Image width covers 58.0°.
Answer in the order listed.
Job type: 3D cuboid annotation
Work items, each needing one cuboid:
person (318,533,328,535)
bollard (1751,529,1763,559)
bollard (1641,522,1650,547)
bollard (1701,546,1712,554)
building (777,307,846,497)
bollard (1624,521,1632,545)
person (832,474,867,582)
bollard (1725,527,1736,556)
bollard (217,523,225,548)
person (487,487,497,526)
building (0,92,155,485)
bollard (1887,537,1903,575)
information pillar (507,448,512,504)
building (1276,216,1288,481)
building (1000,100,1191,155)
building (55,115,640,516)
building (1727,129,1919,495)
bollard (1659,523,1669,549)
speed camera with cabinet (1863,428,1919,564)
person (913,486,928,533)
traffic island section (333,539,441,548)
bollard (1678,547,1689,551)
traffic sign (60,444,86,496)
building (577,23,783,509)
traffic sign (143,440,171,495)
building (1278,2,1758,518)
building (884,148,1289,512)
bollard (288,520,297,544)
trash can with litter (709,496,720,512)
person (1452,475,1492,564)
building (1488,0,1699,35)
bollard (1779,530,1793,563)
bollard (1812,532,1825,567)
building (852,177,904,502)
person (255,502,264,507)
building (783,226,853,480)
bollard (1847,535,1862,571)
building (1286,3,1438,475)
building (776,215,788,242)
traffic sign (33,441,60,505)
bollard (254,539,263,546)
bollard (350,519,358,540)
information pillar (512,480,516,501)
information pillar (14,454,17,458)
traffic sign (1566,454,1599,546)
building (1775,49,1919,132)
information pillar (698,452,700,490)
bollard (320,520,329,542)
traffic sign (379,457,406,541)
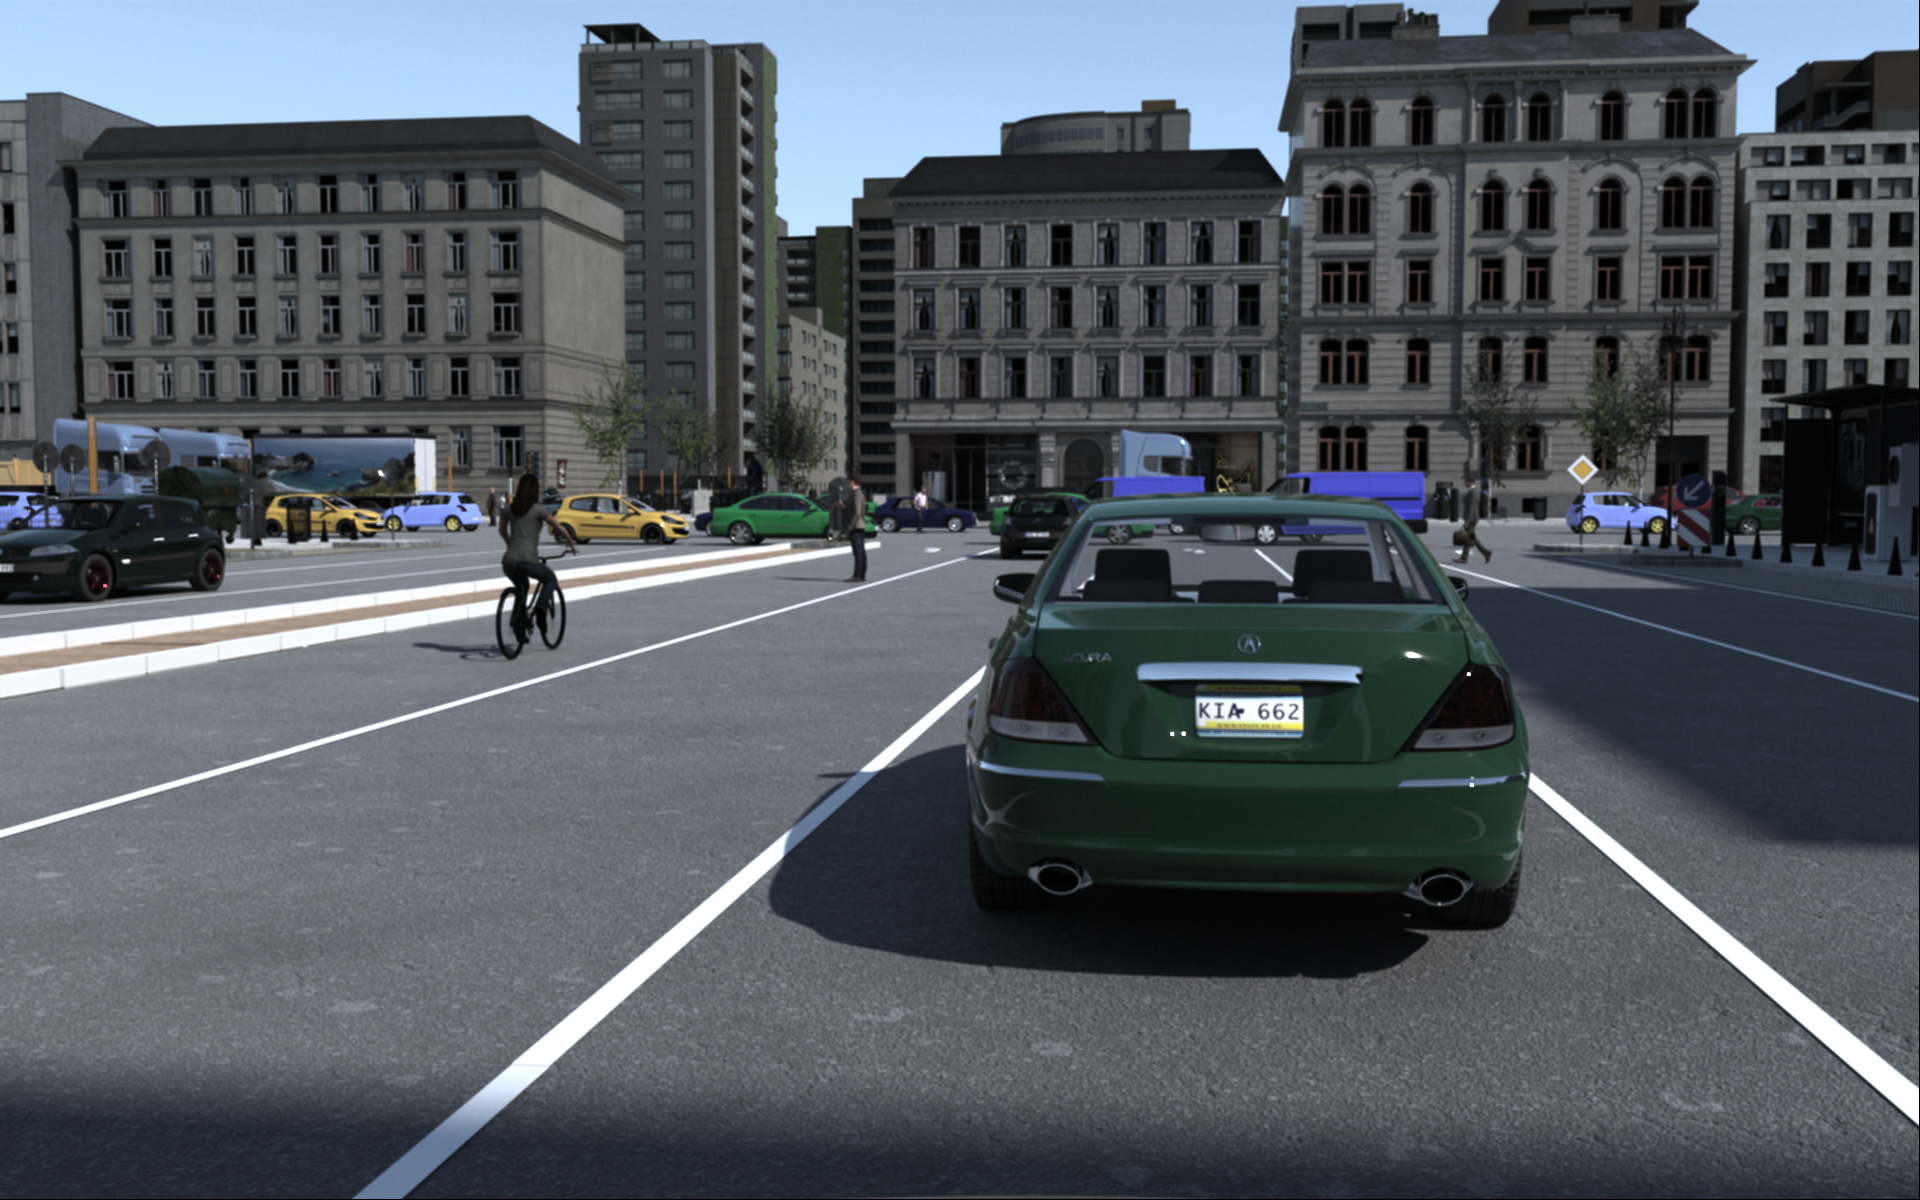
[{"bbox_3d":[-22.016,-2.906,59.918,0.435,1.345,0.340,-2,4,-26],"label":"person"},{"bbox_3d":[15.687,-1.103,34.069,0.229,0.601,0.229,0,3,0],"label":"bollard"},{"bbox_3d":[16.794,-1.614,42.438,0.229,0.601,0.229,0,3,0],"label":"bollard"},{"bbox_3d":[16.134,-1.308,37.424,0.229,0.601,0.229,0,3,0],"label":"bollard"},{"bbox_3d":[-28.885,-20.621,182.192,28.899,21.520,27.650,0,4,8],"label":"building"},{"bbox_3d":[17.022,-1.716,44.105,0.229,0.601,0.229,0,3,0],"label":"bollard"},{"bbox_3d":[-1.850,-1.184,28.383,0.750,1.759,0.617,1,4,21],"label":"person"},{"bbox_3d":[15.913,-1.205,35.740,0.229,0.601,0.229,0,3,0],"label":"bollard"},{"bbox_3d":[-17.682,-1.548,41.352,0.229,0.601,0.229,0,3,0],"label":"bollard"},{"bbox_3d":[-20.867,-4.165,77.150,0.434,1.755,0.990,-2,4,-30],"label":"person"},{"bbox_3d":[-61.778,-17.829,109.533,19.932,24.808,12.078,0,4,8],"label":"building"},{"bbox_3d":[14.806,-0.695,27.410,0.229,0.601,0.229,0,3,0],"label":"bollard"},{"bbox_3d":[-23.024,-5.944,88.535,0.183,3.616,0.504,-2,4,-33],"label":"information pillar"},{"bbox_3d":[41.151,-35.078,257.126,14.086,41.232,14.154,0,4,8],"label":"building"},{"bbox_3d":[20.578,-44.110,263.189,28.212,58.520,21.231,0,4,8],"label":"building"},{"bbox_3d":[-36.828,-16.778,107.597,30.059,22.955,16.112,0,4,8],"label":"building"},{"bbox_3d":[50.021,-14.647,94.224,16.860,20.320,10.420,0,4,8],"label":"building"},{"bbox_3d":[16.573,-1.513,40.774,0.229,0.601,0.229,0,3,0],"label":"bollard"},{"bbox_3d":[17.515,-2.324,32.339,0.660,3.252,2.038,1,4,12],"label":"speed camera with cabinet"},{"bbox_3d":[-1.374,-3.292,63.256,0.756,1.711,0.436,-3,5,-43],"label":"person"},{"bbox_3d":[-15.509,-1.531,47.318,2.009,0.180,2.903,0,4,8],"label":"traffic island section"},{"bbox_3d":[16.354,-1.411,39.110,0.229,0.601,0.229,0,3,0],"label":"bollard"},{"bbox_3d":[-22.535,-2.684,43.986,0.768,2.556,0.104,1,4,13],"label":"traffic sign"},{"bbox_3d":[-24.573,-28.735,153.416,14.154,41.232,14.086,0,4,8],"label":"building"},{"bbox_3d":[-18.848,-2.479,40.633,0.768,2.556,0.104,1,4,15],"label":"traffic sign"},{"bbox_3d":[30.127,-18.977,97.659,23.554,28.519,14.401,0,4,8],"label":"building"},{"bbox_3d":[-1.776,-15.288,100.871,40.483,20.767,10.553,0,4,8],"label":"building"},{"bbox_3d":[-17.241,-1.753,44.704,0.229,0.601,0.229,0,3,0],"label":"bollard"},{"bbox_3d":[-12.897,-4.917,91.773,0.624,1.170,1.055,-2,4,-27],"label":"trash can with litter"},{"bbox_3d":[10.546,-1.660,35.608,0.822,1.834,0.622,1,4,10],"label":"person"},{"bbox_3d":[52.718,-30.381,146.835,14.600,45.320,14.200,0,4,8],"label":"building"},{"bbox_3d":[15.465,-1.001,32.408,0.229,0.601,0.229,0,3,0],"label":"bollard"},{"bbox_3d":[15.245,-0.899,30.747,0.229,0.601,0.229,0,3,0],"label":"bollard"},{"bbox_3d":[-4.134,-39.321,266.597,21.600,48.544,21.300,0,4,8],"label":"building"},{"bbox_3d":[-31.875,-4.253,78.836,0.445,1.727,0.742,0,4,-8],"label":"person"},{"bbox_3d":[-22.222,-35.630,266.145,14.086,41.232,14.154,0,4,8],"label":"building"},{"bbox_3d":[15.022,-0.797,29.072,0.229,0.601,0.229,0,3,0],"label":"bollard"},{"bbox_3d":[59.528,-50.059,256.721,20.611,71.187,20.563,0,4,8],"label":"building"},{"bbox_3d":[-39.498,-39.613,271.367,21.600,48.544,21.300,0,4,8],"label":"building"},{"bbox_3d":[-22.143,-2.560,41.968,0.768,2.556,0.104,1,4,14],"label":"traffic sign"},{"bbox_3d":[-17.461,-1.651,43.035,0.229,0.601,0.229,0,3,0],"label":"bollard"},{"bbox_3d":[-16.804,-1.956,48.027,0.229,0.601,0.229,0,3,0],"label":"bollard"},{"bbox_3d":[-23.276,-5.233,90.053,0.304,2.012,0.304,0,4,-5],"label":"information pillar"},{"bbox_3d":[-55.047,-6.709,101.052,0.183,3.616,0.504,-3,5,-42],"label":"information pillar"},{"bbox_3d":[15.486,-2.416,43.139,0.795,2.450,0.064,0,4,8],"label":"traffic sign"},{"bbox_3d":[90.645,-31.970,172.812,14.200,45.320,14.600,0,4,8],"label":"building"},{"bbox_3d":[-14.525,-6.429,96.468,0.183,3.616,0.504,-1,4,-9],"label":"information pillar"},{"bbox_3d":[-17.020,-1.855,46.365,0.229,0.601,0.229,0,3,0],"label":"bollard"},{"bbox_3d":[-15.485,-2.667,47.254,0.795,2.450,0.064,0,4,8],"label":"traffic sign"}]
